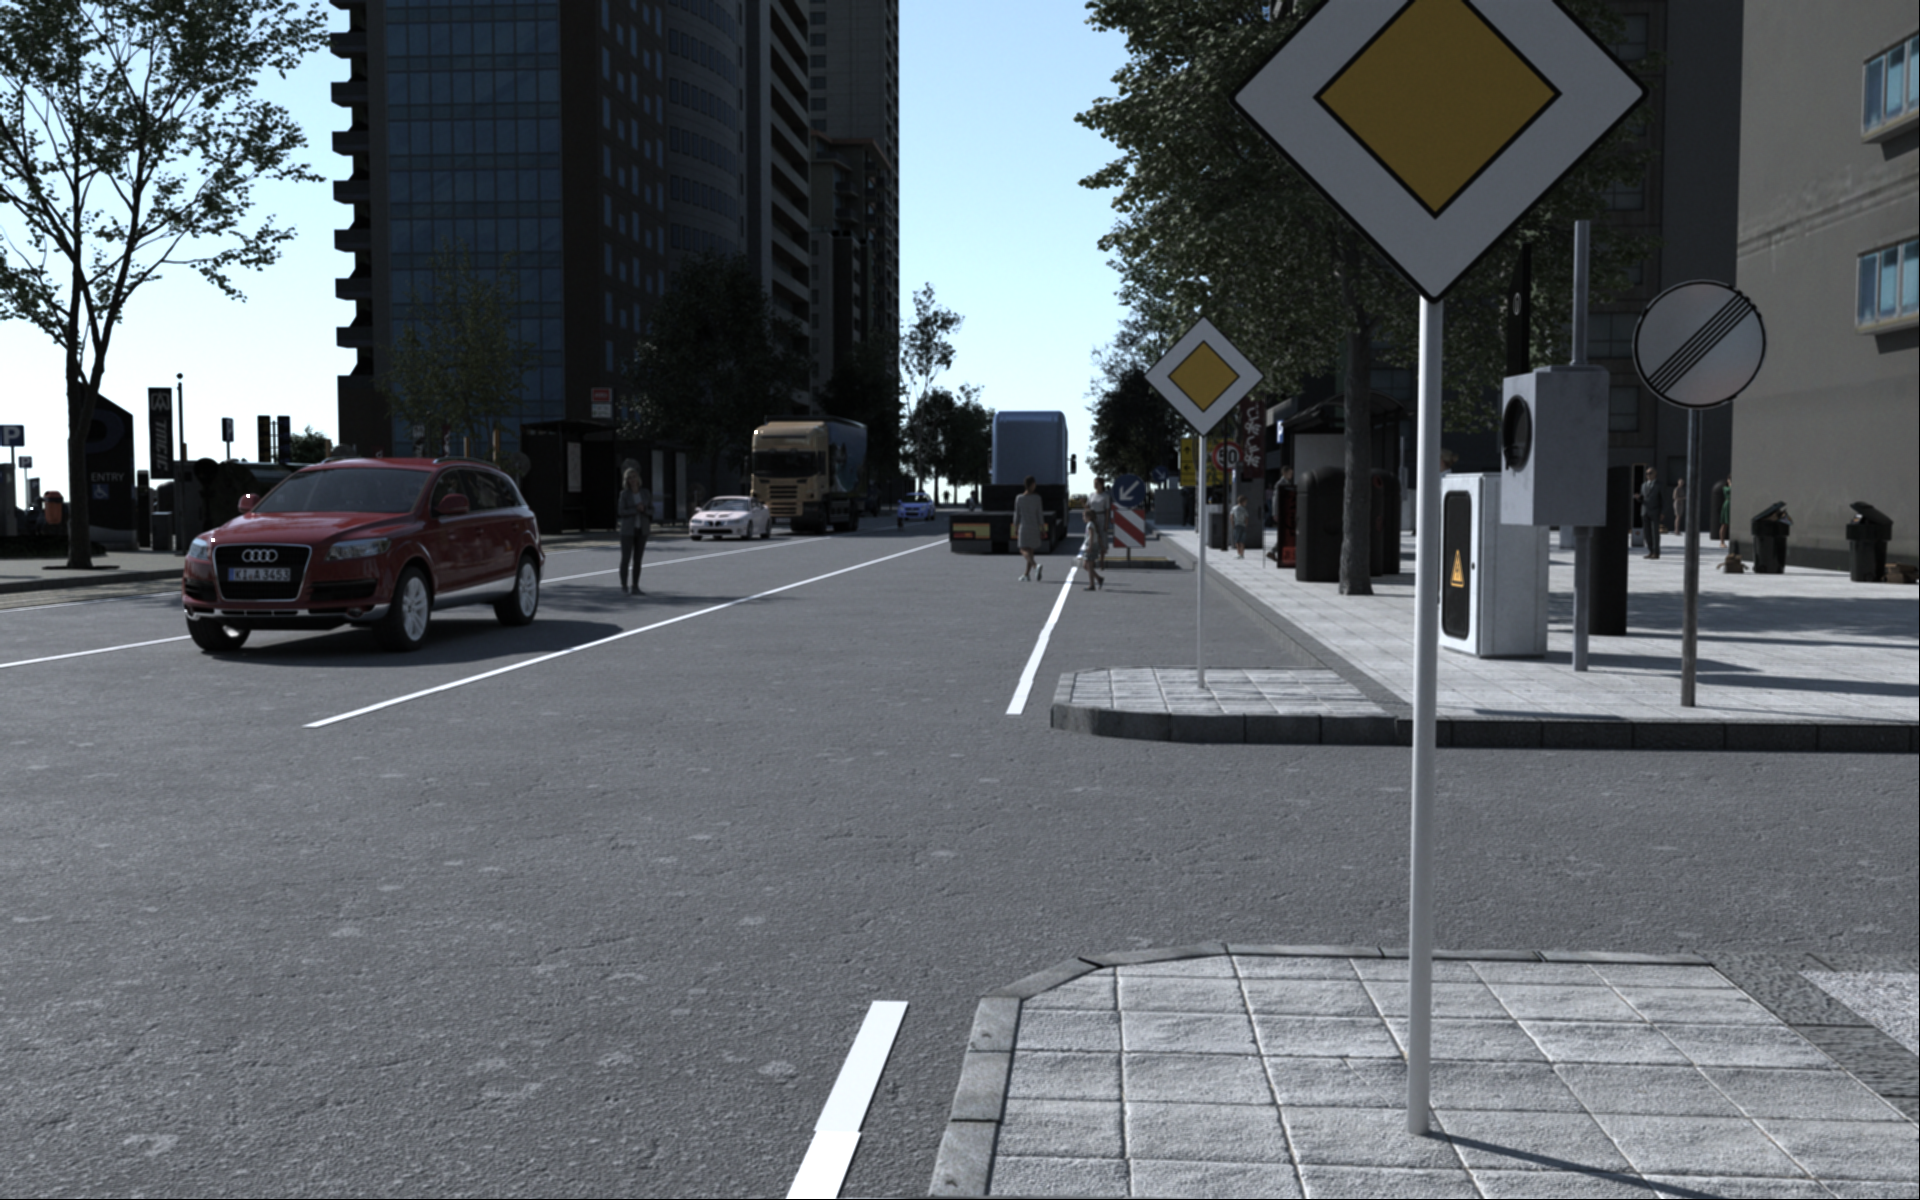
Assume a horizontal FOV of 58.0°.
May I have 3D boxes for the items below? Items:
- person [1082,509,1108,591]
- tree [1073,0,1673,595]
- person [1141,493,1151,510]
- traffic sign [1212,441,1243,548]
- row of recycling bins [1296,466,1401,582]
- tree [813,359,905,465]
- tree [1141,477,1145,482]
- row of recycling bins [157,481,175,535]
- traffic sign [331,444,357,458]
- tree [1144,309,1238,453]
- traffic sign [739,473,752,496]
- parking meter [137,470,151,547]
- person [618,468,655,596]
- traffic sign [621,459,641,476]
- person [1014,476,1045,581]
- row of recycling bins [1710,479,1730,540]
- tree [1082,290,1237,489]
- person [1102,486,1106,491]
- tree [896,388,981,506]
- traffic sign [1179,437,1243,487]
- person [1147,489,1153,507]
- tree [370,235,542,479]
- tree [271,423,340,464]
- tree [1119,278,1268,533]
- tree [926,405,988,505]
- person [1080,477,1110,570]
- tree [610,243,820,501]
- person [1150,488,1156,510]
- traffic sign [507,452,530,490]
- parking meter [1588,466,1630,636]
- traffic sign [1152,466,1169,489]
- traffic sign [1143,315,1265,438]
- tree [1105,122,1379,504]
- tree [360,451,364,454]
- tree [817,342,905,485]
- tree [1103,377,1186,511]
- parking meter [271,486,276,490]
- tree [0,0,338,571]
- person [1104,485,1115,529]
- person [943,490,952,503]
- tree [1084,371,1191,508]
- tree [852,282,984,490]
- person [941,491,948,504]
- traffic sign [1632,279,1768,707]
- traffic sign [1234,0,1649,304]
[{"bbox_3d":[1.993,-0.744,25.672,0.382,1.210,0.505,1,4,9],"label":"person"},{"bbox_3d":[4.717,-6.356,22.045,7.486,12.596,7.792,0,3,0],"label":"tree"},{"bbox_3d":[13.282,-7.258,125.529,1.217,1.723,0.721,-1,4,-10],"label":"person"},{"bbox_3d":[6.378,-2.519,41.299,0.768,2.556,0.104,0,4,7],"label":"traffic sign"},{"bbox_3d":[5.970,-1.196,26.663,1.069,1.692,3.534,2,4,28],"label":"row of recycling bins"},{"bbox_3d":[-7.480,-11.352,120.019,7.601,10.594,8.767,-1,4,-14],"label":"tree"},{"bbox_3d":[20.538,-13.713,207.912,4.285,4.588,4.351,0,3,0],"label":"tree"},{"bbox_3d":[-24.924,-3.009,56.314,1.069,1.692,3.534,0,4,2],"label":"row of recycling bins"},{"bbox_3d":[-15.794,-2.708,44.387,0.768,2.556,0.104,1,4,14],"label":"traffic sign"},{"bbox_3d":[9.151,-7.065,65.877,4.360,8.622,3.978,0,3,0],"label":"tree"},{"bbox_3d":[-10.775,-5.349,87.467,0.884,2.594,0.081,1,4,10],"label":"traffic sign"},{"bbox_3d":[-19.649,-2.201,41.697,0.255,1.863,0.399,-2,4,-24],"label":"parking meter"},{"bbox_3d":[-4.567,-0.968,24.515,0.537,1.800,0.526,-1,4,-23],"label":"person"},{"bbox_3d":[-11.859,-3.806,62.335,0.768,2.556,0.104,1,4,14],"label":"traffic sign"},{"bbox_3d":[1.171,-1.169,28.367,0.466,1.731,0.760,-2,4,-32],"label":"person"},{"bbox_3d":[22.159,-2.460,47.327,1.069,1.692,3.534,-2,4,-33],"label":"row of recycling bins"},{"bbox_3d":[11.966,-11.662,101.039,12.009,13.543,11.850,0,3,0],"label":"tree"},{"bbox_3d":[6.607,-4.368,79.928,0.555,1.821,0.388,-3,4,-36],"label":"person"},{"bbox_3d":[-2.517,-16.319,183.823,9.611,12.733,9.660,0,3,0],"label":"tree"},{"bbox_3d":[9.010,-4.174,62.113,2.265,3.308,0.079,1,4,10],"label":"traffic sign"},{"bbox_3d":[18.962,-10.112,171.467,1.348,1.812,0.705,0,3,0],"label":"person"},{"bbox_3d":[-13.700,-6.028,48.927,4.737,8.622,4.395,0,3,0],"label":"tree"},{"bbox_3d":[-30.059,-5.885,79.929,4.285,4.588,4.351,0,3,0],"label":"tree"},{"bbox_3d":[8.026,-6.490,56.469,4.737,8.622,4.395,0,3,0],"label":"tree"},{"bbox_3d":[-0.630,-16.907,202.187,9.928,11.665,9.643,0,3,0],"label":"tree"},{"bbox_3d":[2.541,-1.434,32.514,0.480,1.755,0.524,2,4,24],"label":"person"},{"bbox_3d":[-11.255,-9.918,79.160,9.611,12.733,9.660,0,3,0],"label":"tree"},{"bbox_3d":[15.400,-7.947,136.771,1.217,1.735,0.721,0,4,7],"label":"person"},{"bbox_3d":[-13.400,-3.208,52.551,0.768,2.556,0.104,1,4,10],"label":"traffic sign"},{"bbox_3d":[5.892,-0.451,15.786,0.372,1.533,0.369,0,3,0],"label":"parking meter"},{"bbox_3d":[9.000,-4.751,77.785,0.768,2.556,0.104,1,4,12],"label":"traffic sign"},{"bbox_3d":[1.608,-0.560,11.343,0.795,2.593,0.064,0,4,5],"label":"traffic sign"},{"bbox_3d":[7.400,-7.311,45.292,9.928,11.665,9.643,0,3,0],"label":"tree"},{"bbox_3d":[-26.772,-5.087,77.770,1.663,3.219,1.824,0,3,0],"label":"tree"},{"bbox_3d":[-7.331,-12.920,129.375,7.486,12.596,7.792,0,3,0],"label":"tree"},{"bbox_3d":[14.001,-11.993,130.503,7.601,10.594,8.767,-2,4,-34],"label":"tree"},{"bbox_3d":[-14.269,-1.712,36.396,0.372,1.533,0.369,0,3,0],"label":"parking meter"},{"bbox_3d":[-14.925,-6.339,29.403,9.928,11.665,9.643,0,3,0],"label":"tree"},{"bbox_3d":[6.099,-3.868,71.869,0.709,1.813,0.853,1,4,9],"label":"person"},{"bbox_3d":[-1.726,-14.269,239.476,1.348,1.807,0.705,2,4,24],"label":"person"},{"bbox_3d":[15.928,-14.594,155.614,9.611,12.733,9.660,0,3,0],"label":"tree"},{"bbox_3d":[-4.149,-18.421,157.071,12.611,20.169,13.585,0,3,0],"label":"tree"},{"bbox_3d":[-1.869,-13.156,221.861,1.217,1.735,0.721,1,4,14],"label":"person"},{"bbox_3d":[4.401,-0.629,10.390,0.768,2.556,0.104,0,4,7],"label":"traffic sign"},{"bbox_3d":[0.937,-0.073,3.387,0.795,2.593,0.064,0,4,5],"label":"traffic sign"}]
